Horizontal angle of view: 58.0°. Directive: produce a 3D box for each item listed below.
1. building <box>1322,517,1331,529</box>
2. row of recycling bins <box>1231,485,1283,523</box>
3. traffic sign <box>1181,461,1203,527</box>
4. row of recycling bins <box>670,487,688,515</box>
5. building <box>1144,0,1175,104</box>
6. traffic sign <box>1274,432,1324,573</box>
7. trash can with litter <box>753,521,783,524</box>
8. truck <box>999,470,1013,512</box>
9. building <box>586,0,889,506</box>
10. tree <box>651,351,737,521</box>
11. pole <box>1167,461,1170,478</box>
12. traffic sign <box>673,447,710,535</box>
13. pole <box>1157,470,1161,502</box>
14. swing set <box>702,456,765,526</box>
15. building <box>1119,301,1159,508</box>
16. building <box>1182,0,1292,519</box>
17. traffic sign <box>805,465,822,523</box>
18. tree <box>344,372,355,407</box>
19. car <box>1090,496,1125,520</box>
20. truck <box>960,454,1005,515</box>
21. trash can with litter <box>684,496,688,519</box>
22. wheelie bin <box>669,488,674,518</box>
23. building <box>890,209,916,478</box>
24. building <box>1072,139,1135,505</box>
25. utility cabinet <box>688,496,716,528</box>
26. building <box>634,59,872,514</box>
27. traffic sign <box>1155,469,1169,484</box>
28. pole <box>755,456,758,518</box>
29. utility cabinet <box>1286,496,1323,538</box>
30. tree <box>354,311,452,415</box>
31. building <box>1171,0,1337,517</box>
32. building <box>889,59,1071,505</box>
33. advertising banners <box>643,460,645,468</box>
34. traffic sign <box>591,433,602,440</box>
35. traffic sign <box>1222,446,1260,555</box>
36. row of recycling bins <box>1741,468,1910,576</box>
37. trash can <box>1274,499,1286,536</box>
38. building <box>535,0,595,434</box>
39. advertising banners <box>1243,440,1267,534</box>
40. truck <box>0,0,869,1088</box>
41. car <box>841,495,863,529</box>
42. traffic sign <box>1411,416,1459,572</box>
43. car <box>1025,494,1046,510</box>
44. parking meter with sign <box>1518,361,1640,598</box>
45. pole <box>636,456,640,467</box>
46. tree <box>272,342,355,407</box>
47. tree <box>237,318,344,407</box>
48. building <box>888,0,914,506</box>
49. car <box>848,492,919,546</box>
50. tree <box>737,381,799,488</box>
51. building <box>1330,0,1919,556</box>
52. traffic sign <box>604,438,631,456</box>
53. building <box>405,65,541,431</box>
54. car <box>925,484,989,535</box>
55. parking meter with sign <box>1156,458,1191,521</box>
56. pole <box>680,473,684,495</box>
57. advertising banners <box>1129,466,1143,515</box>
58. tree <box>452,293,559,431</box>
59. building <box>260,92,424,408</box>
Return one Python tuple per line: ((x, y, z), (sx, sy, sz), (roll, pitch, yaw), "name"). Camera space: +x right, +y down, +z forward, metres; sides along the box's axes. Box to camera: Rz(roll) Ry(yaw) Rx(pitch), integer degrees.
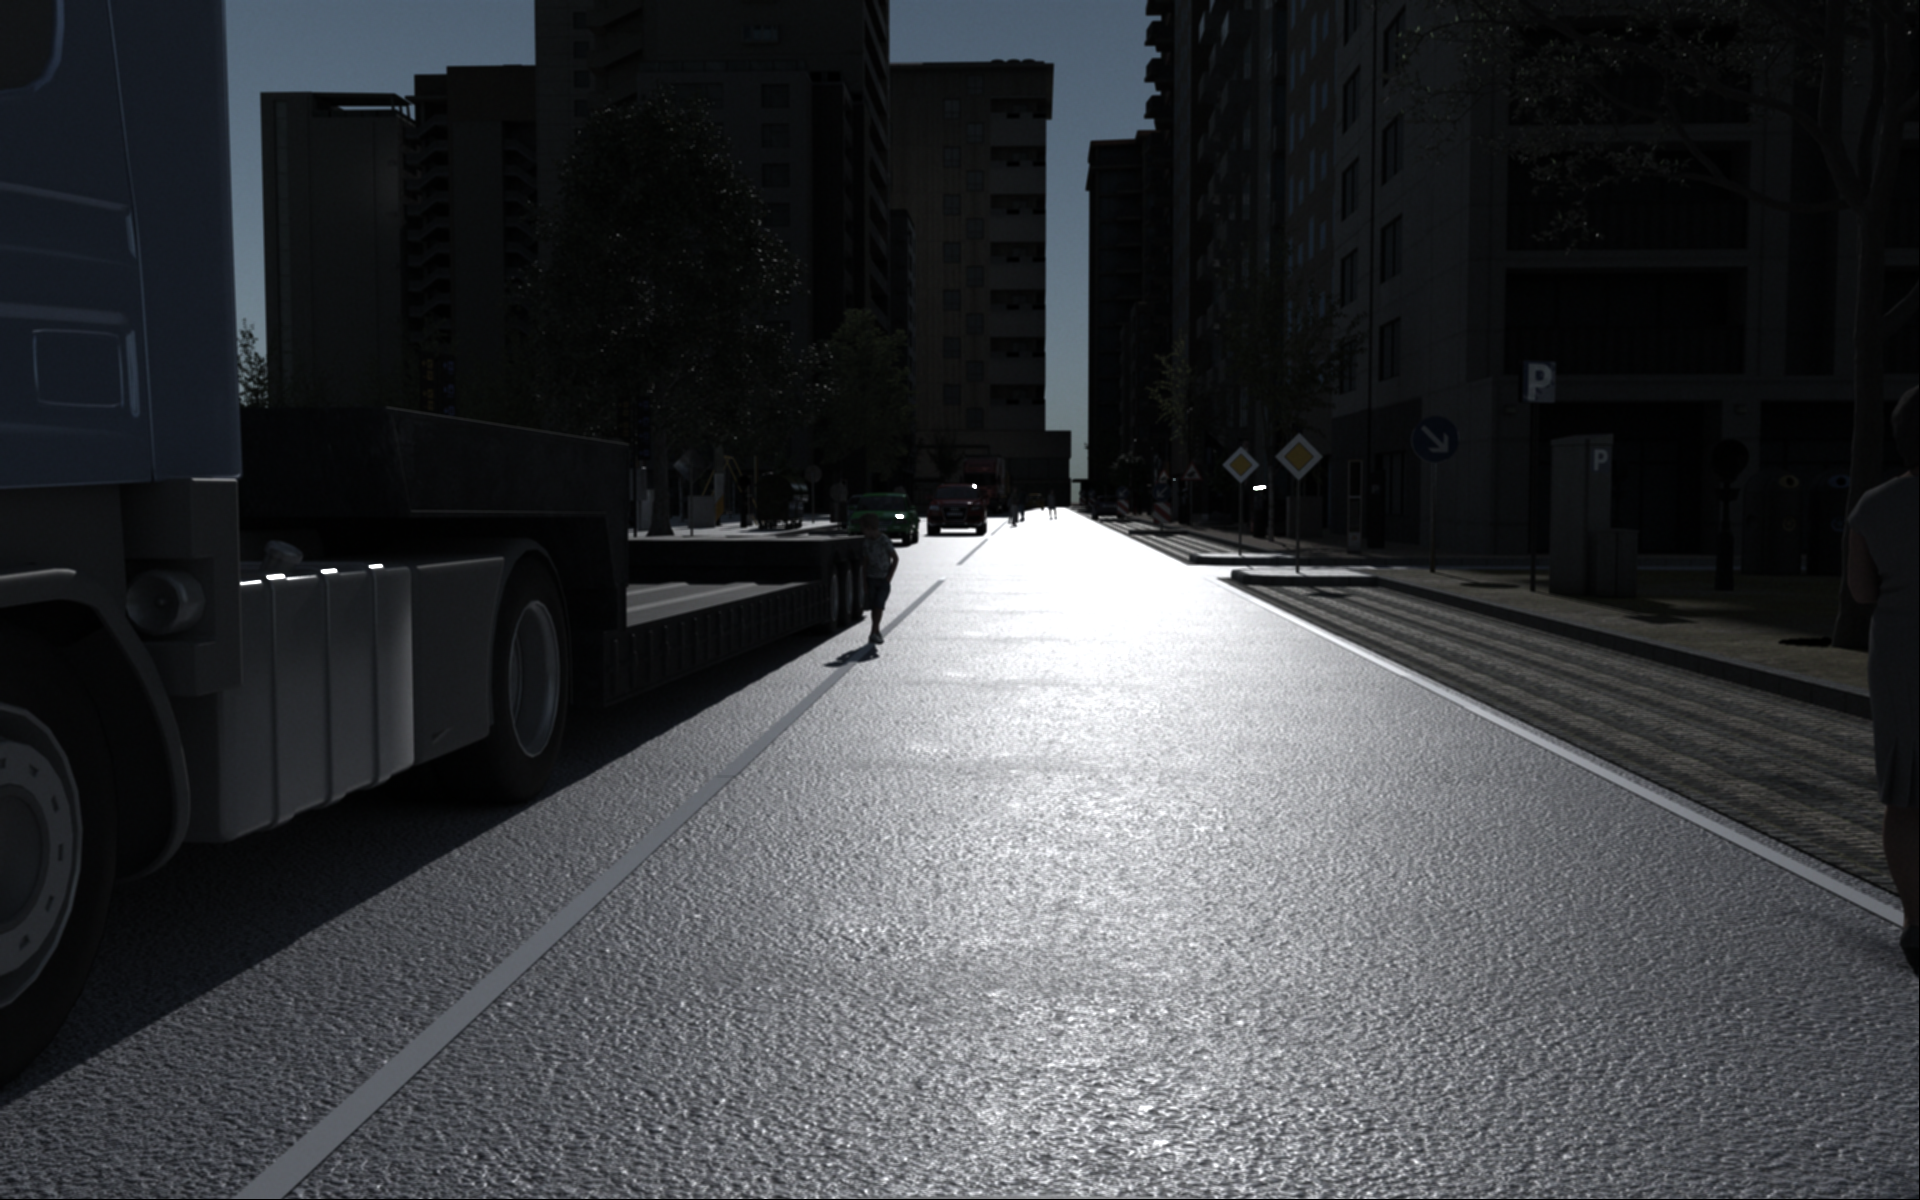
((20.202, -25.352, 64.622), (14.600, 45.320, 14.200), (0, 4, 3), "building")
((12.547, -4.259, 76.755), (3.534, 1.692, 1.069), (0, 4, -2), "row of recycling bins")
((9.019, -4.123, 67.411), (0.884, 2.594, 0.081), (0, 4, 8), "traffic sign")
((-17.229, -6.065, 106.280), (1.069, 1.692, 3.534), (0, 4, -3), "row of recycling bins")
((26.257, -29.675, 139.813), (22.147, 44.769, 28.867), (0, 4, 3), "building")
((5.499, -1.500, 28.166), (0.795, 2.450, 0.064), (0, 4, 3), "traffic sign")
((-8.527, -3.961, 75.822), (1.678, 1.210, 2.233), (1, 4, 21), "trash can with litter")
((2.676, -8.884, 141.169), (3.469, 3.379, 9.791), (0, 4, 3), "truck")
((-17.158, -31.368, 136.567), (21.300, 48.544, 21.600), (0, 4, 3), "building")
((-13.491, -8.144, 83.519), (4.737, 8.622, 4.395), (0, 3, 0), "tree")
((13.001, -6.994, 108.191), (0.158, 3.312, 0.155), (0, 3, 0), "pole")
((-5.681, -2.020, 36.671), (0.795, 2.450, 0.064), (0, 4, 3), "traffic sign")
((12.030, -6.778, 104.668), (0.158, 3.312, 0.155), (0, 3, 0), "pole")
((-9.658, -4.546, 71.955), (2.862, 2.851, 3.119), (0, 4, 0), "swing set")
((30.155, -19.827, 169.209), (27.650, 21.520, 28.899), (0, 4, 3), "building")
((24.923, -29.052, 94.601), (23.786, 49.044, 30.456), (0, 4, 3), "building")
((-6.452, -4.645, 76.055), (0.768, 2.556, 0.104), (0, 4, 7), "traffic sign")
((-30.232, -8.602, 90.998), (4.737, 8.622, 4.395), (0, 3, 0), "tree")
((8.385, -5.236, 98.194), (1.945, 1.354, 3.894), (0, 4, 2), "car")
((1.746, -8.316, 124.879), (2.839, 4.237, 11.283), (0, 4, 4), "truck")
((-14.084, -4.774, 89.440), (0.624, 1.170, 1.055), (0, 4, -1), "trash can with litter")
((-15.454, -5.083, 91.010), (0.980, 1.594, 0.693), (-3, 5, -40), "wheelie bin")
((-11.682, -24.835, 177.748), (14.107, 30.474, 14.160), (0, 4, 3), "building")
((28.005, -33.807, 207.363), (28.867, 44.769, 22.147), (0, 4, 3), "building")
((-9.836, -3.352, 65.963), (1.020, 1.237, 0.306), (0, 4, 1), "utility cabinet")
((-13.754, -21.250, 119.131), (14.160, 30.474, 14.107), (0, 4, 3), "building")
((10.380, -5.398, 88.257), (0.884, 2.594, 0.081), (0, 4, 6), "traffic sign")
((-10.767, -5.983, 91.671), (0.158, 3.312, 0.155), (0, 3, 0), "pole")
((10.060, -2.412, 50.603), (1.020, 1.237, 0.306), (-1, 4, -10), "utility cabinet")
((-21.467, -7.255, 68.988), (4.737, 8.622, 4.395), (0, 3, 0), "tree")
((22.062, -28.641, 118.390), (14.600, 45.320, 14.200), (0, 4, 3), "building")
((-0.330, -38.081, 211.866), (27.495, 52.752, 28.713), (0, 4, 3), "building")
((-14.334, -5.142, 80.262), (0.090, 3.025, 2.074), (1, 4, 19), "advertising banners")
((-6.033, -1.532, 28.694), (0.795, 2.450, 0.064), (0, 4, 3), "traffic sign")
((5.851, -1.988, 36.144), (0.795, 2.450, 0.064), (0, 4, 3), "traffic sign")
((14.207, -1.228, 27.186), (3.534, 1.692, 1.069), (1, 4, 18), "row of recycling bins")
((9.797, -2.513, 52.733), (0.748, 1.137, 0.748), (0, 3, 0), "trash can")
((-29.418, -44.979, 173.652), (20.611, 71.187, 20.563), (0, 4, 3), "building")
((9.485, -3.650, 55.870), (0.090, 3.025, 2.074), (-1, 4, -11), "advertising banners")
((-2.930, -1.304, 11.085), (2.967, 4.110, 18.799), (0, 4, 4), "truck")
((-3.985, -3.756, 73.410), (2.014, 1.417, 4.499), (0, 4, 3), "car")
((7.754, -1.727, 28.341), (0.768, 2.556, 0.104), (0, 4, 5), "traffic sign")
((6.613, -8.783, 153.820), (2.015, 1.641, 3.980), (0, 4, 2), "car")
((7.889, -1.576, 22.028), (0.543, 3.016, 1.738), (-1, 4, -23), "parking meter with sign")
((-17.179, -6.025, 92.351), (0.158, 3.312, 0.155), (0, 3, 0), "pole")
((-30.846, -8.121, 83.135), (4.360, 8.622, 3.978), (0, 3, 0), "tree")
((-29.437, -7.530, 73.484), (4.737, 8.622, 4.395), (0, 3, 0), "tree")
((-14.754, -43.981, 157.348), (20.563, 71.187, 20.611), (0, 4, 3), "building")
((-2.169, -2.494, 49.575), (1.959, 1.807, 4.718), (0, 4, 2), "car")
((-10.871, -9.037, 98.121), (4.737, 8.622, 4.395), (0, 3, 0), "tree")
((21.803, -37.034, 43.758), (20.611, 71.187, 20.563), (0, 4, 3), "building")
((-7.818, -2.385, 39.109), (0.768, 2.556, 0.104), (0, 4, 3), "traffic sign")
((-47.492, -32.337, 178.823), (14.200, 45.320, 14.600), (0, 4, 3), "building")
((-0.075, -3.286, 62.401), (2.281, 1.827, 5.304), (0, 4, 2), "car")
((10.382, -5.361, 83.912), (1.738, 3.016, 0.543), (2, 4, 30), "parking meter with sign")
((-15.822, -6.406, 98.575), (0.158, 3.312, 0.155), (0, 3, 0), "pole")
((10.871, -6.802, 107.405), (0.090, 3.025, 2.074), (2, 4, 30), "advertising banners")
((-15.551, -6.830, 62.041), (4.737, 8.622, 4.395), (0, 3, 0), "tree")
((-62.224, -30.327, 179.438), (14.086, 41.232, 14.154), (0, 4, 3), "building")
